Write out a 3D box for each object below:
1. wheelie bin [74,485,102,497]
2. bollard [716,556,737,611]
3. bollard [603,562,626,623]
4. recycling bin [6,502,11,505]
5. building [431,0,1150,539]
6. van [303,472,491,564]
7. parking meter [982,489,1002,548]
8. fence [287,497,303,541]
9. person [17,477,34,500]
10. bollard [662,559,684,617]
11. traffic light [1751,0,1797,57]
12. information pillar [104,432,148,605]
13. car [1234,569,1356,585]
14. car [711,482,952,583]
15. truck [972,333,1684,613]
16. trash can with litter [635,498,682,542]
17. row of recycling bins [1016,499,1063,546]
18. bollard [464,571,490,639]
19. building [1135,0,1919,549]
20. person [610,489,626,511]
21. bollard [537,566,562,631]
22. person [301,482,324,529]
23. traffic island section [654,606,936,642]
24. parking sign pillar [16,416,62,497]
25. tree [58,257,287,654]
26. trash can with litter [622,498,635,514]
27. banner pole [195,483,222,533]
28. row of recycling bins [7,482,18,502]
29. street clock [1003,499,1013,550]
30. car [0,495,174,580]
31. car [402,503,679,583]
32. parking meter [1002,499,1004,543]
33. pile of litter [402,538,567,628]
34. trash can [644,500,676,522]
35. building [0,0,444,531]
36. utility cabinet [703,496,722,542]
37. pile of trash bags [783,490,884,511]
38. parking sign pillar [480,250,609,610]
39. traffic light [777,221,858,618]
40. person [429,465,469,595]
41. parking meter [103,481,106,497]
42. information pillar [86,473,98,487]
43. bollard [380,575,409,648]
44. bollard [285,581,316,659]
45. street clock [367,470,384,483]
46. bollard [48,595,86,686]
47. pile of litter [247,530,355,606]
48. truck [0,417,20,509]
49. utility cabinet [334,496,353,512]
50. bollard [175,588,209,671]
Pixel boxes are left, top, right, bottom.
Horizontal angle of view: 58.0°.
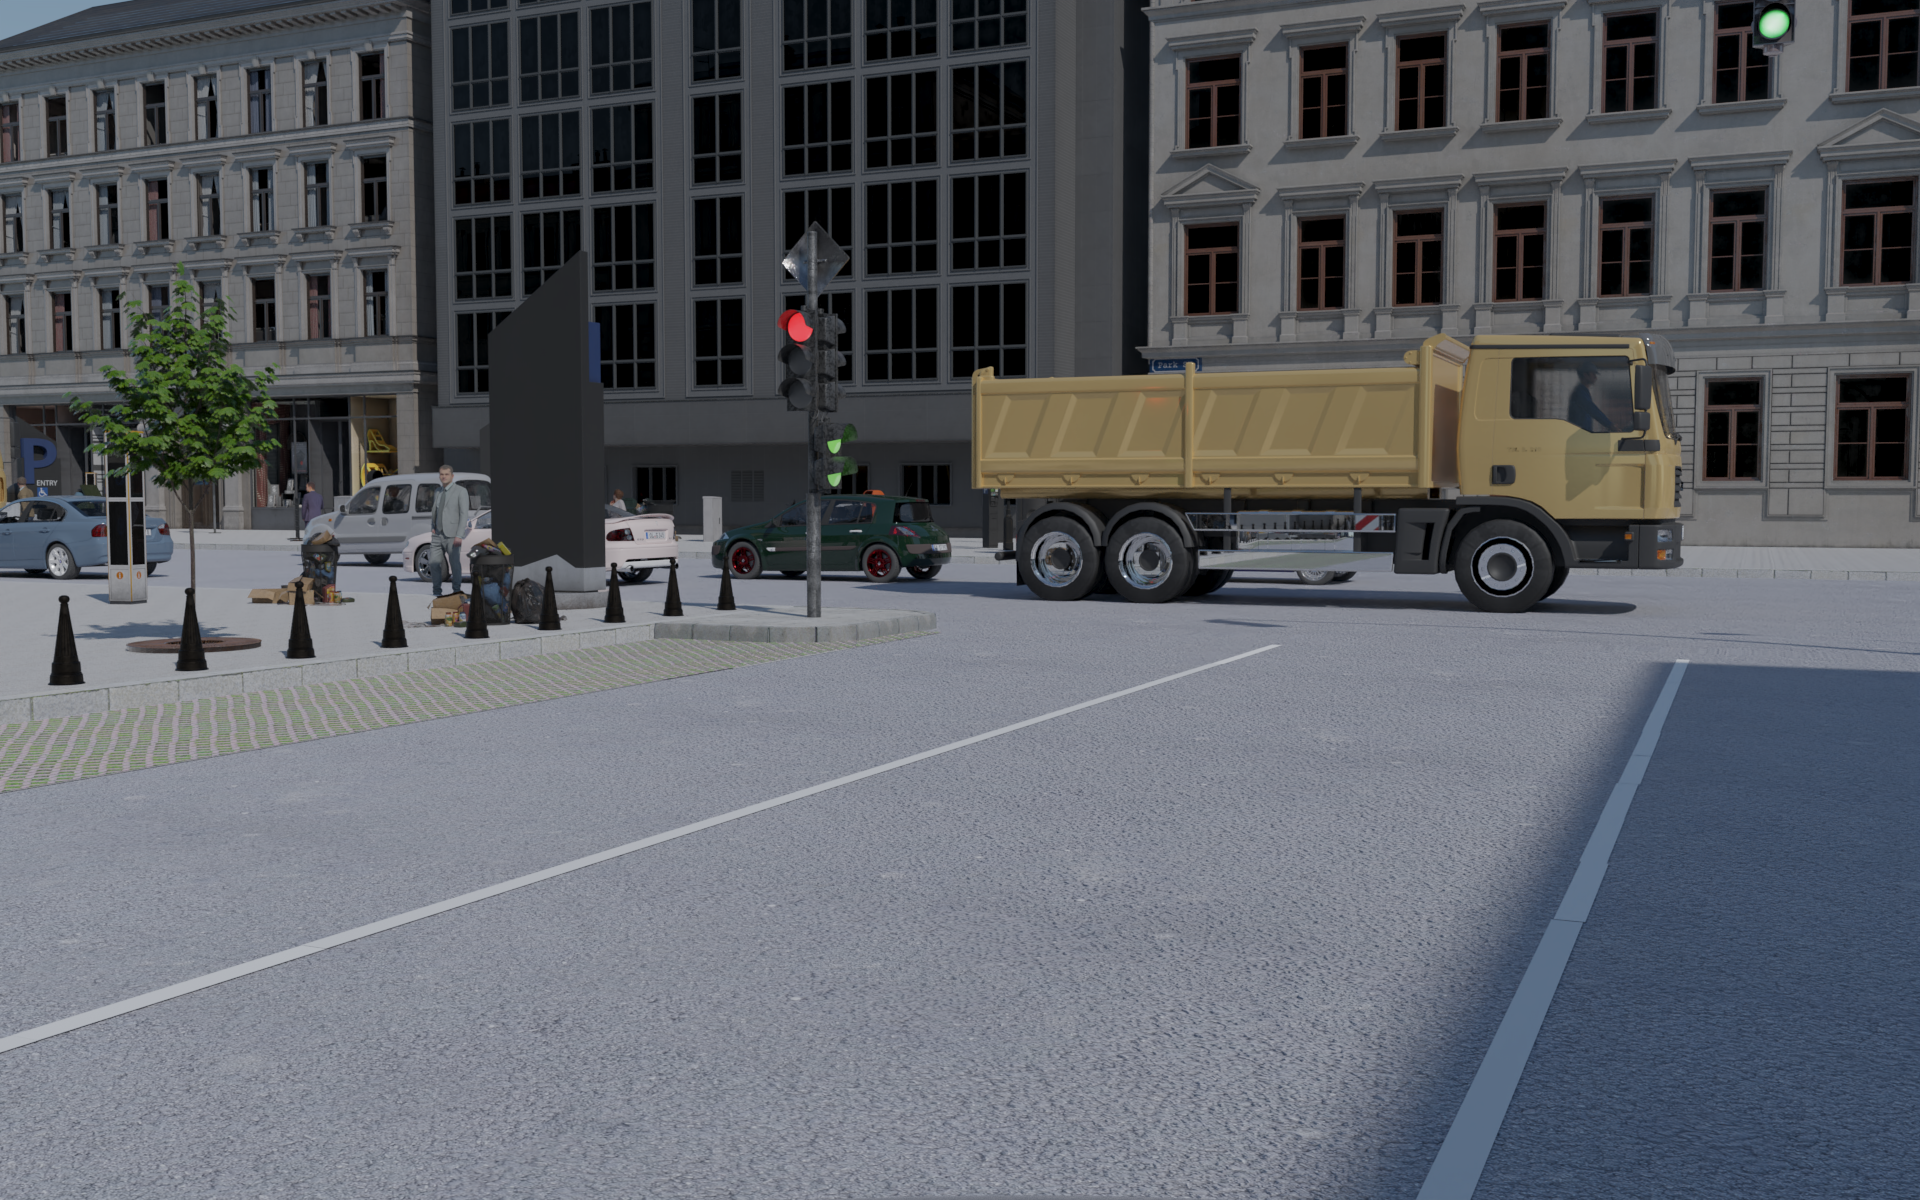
[{"bbox_3d":[-29.388,-3.087,58.380,0.693,1.594,0.980,2,4,23],"label":"wheelie bin"},{"bbox_3d":[-2.588,-0.191,19.164,0.229,0.601,0.229,0,3,0],"label":"bollard"},{"bbox_3d":[-3.452,-0.077,17.292,0.229,0.601,0.229,0,3,0],"label":"bollard"},{"bbox_3d":[-28.404,-2.413,52.006,0.722,1.027,0.722,-2,4,-34],"label":"recycling bin"},{"bbox_3d":[-4.272,-16.152,57.597,24.014,27.812,14.314,2,4,25],"label":"building"},{"bbox_3d":[-11.137,-1.676,34.418,4.112,2.044,2.013,2,4,26],"label":"van"},{"bbox_3d":[0.725,-2.168,41.151,0.255,1.863,0.399,-2,4,-28],"label":"parking meter"},{"bbox_3d":[-18.372,-2.251,48.014,0.480,1.192,2.264,-2,4,-23],"label":"fence"},{"bbox_3d":[-22.118,-1.999,41.098,0.836,1.842,0.656,-3,5,-42],"label":"person"},{"bbox_3d":[-3.020,-0.134,18.225,0.229,0.601,0.229,0,3,0],"label":"bollard"},{"bbox_3d":[8.569,-2.354,13.150,4.771,5.953,1.251,2,4,25],"label":"traffic light"},{"bbox_3d":[-9.726,-0.961,20.200,0.304,2.012,0.304,1,4,10],"label":"information pillar"},{"bbox_3d":[4.772,-0.972,28.474,3.894,1.354,1.945,2,4,27],"label":"car"},{"bbox_3d":[-2.169,-1.185,29.164,4.222,1.686,2.009,2,4,26],"label":"car"},{"bbox_3d":[5.077,-1.636,22.675,9.791,3.379,3.469,2,4,24],"label":"truck"},{"bbox_3d":[-8.088,-2.163,46.746,1.055,1.170,0.624,-2,4,-30],"label":"trash can with litter"},{"bbox_3d":[2.487,-1.885,37.930,1.069,1.692,3.534,3,5,43],"label":"row of recycling bins"},{"bbox_3d":[-4.308,0.038,15.426,0.229,0.601,0.229,0,3,0],"label":"bollard"},{"bbox_3d":[16.228,-12.962,48.092,21.152,22.565,11.583,2,4,25],"label":"building"},{"bbox_3d":[-6.748,-1.424,34.249,0.387,1.526,0.523,-2,4,-34],"label":"person"},{"bbox_3d":[-3.879,-0.019,16.359,0.229,0.601,0.229,0,3,0],"label":"bollard"},{"bbox_3d":[-14.761,-1.840,39.504,0.541,1.710,0.530,-3,5,-42],"label":"person"},{"bbox_3d":[-1.537,0.259,18.053,2.009,0.180,2.903,2,4,25],"label":"traffic island section"},{"bbox_3d":[-32.162,-4.406,60.506,1.447,3.967,1.447,3,5,41],"label":"parking sign pillar"},{"bbox_3d":[-6.472,-1.201,14.236,1.663,3.219,1.824,0,3,0],"label":"tree"},{"bbox_3d":[-9.565,-2.366,50.067,0.624,1.170,1.055,0,4,-6],"label":"trash can with litter"},{"bbox_3d":[-24.535,-4.058,56.369,0.863,3.779,0.401,-3,5,-43],"label":"banner pole"},{"bbox_3d":[-33.753,-3.321,61.412,1.069,1.692,3.534,2,4,27],"label":"row of recycling bins"},{"bbox_3d":[1.101,-2.137,39.512,0.471,2.002,0.358,-1,4,-21],"label":"street clock"},{"bbox_3d":[-15.796,-1.111,30.166,4.499,1.417,2.014,2,4,26],"label":"car"},{"bbox_3d":[-6.857,-0.964,28.125,4.827,1.381,2.083,2,4,26],"label":"car"},{"bbox_3d":[0.955,-2.441,45.622,0.255,1.863,0.399,-2,4,-33],"label":"parking meter"},{"bbox_3d":[-4.761,-0.197,17.191,1.719,0.858,1.176,-1,4,-17],"label":"pile of litter"},{"bbox_3d":[-6.975,-1.753,40.308,0.748,1.137,0.748,0,3,0],"label":"trash can"},{"bbox_3d":[-34.450,-13.392,69.862,40.483,20.767,10.553,2,4,25],"label":"building"},{"bbox_3d":[-6.705,-2.191,46.992,0.306,1.237,1.020,0,4,5],"label":"utility cabinet"},{"bbox_3d":[-2.846,-1.880,40.484,1.912,1.369,3.447,-3,5,-40],"label":"pile of trash bags"},{"bbox_3d":[-4.702,-1.910,19.697,1.447,3.967,1.447,2,4,24],"label":"parking sign pillar"},{"bbox_3d":[-1.505,-1.773,17.902,0.839,4.253,0.868,2,4,25],"label":"traffic light"},{"bbox_3d":[-6.690,-0.857,22.606,0.635,1.810,0.391,1,4,19],"label":"person"},{"bbox_3d":[-27.705,-3.106,56.488,0.399,1.863,0.255,1,4,14],"label":"parking meter"},{"bbox_3d":[-29.881,-3.373,59.642,0.304,2.012,0.304,-1,4,-13],"label":"information pillar"},{"bbox_3d":[-4.738,0.095,14.490,0.229,0.601,0.229,0,3,0],"label":"bollard"},{"bbox_3d":[-5.166,0.152,13.556,0.229,0.601,0.229,0,3,0],"label":"bollard"},{"bbox_3d":[-17.624,-2.916,52.248,0.358,2.002,0.471,2,4,28],"label":"street clock"},{"bbox_3d":[-6.033,0.267,11.679,0.229,0.601,0.229,0,3,0],"label":"bollard"},{"bbox_3d":[-7.793,-0.397,20.457,1.176,0.858,1.719,-1,4,-23],"label":"pile of litter"},{"bbox_3d":[-23.171,-2.403,35.219,9.791,3.379,3.469,2,4,24],"label":"truck"},{"bbox_3d":[-20.012,-2.771,56.475,1.020,1.237,0.306,3,5,40],"label":"utility cabinet"},{"bbox_3d":[-5.602,0.210,12.613,0.229,0.601,0.229,0,3,0],"label":"bollard"}]
